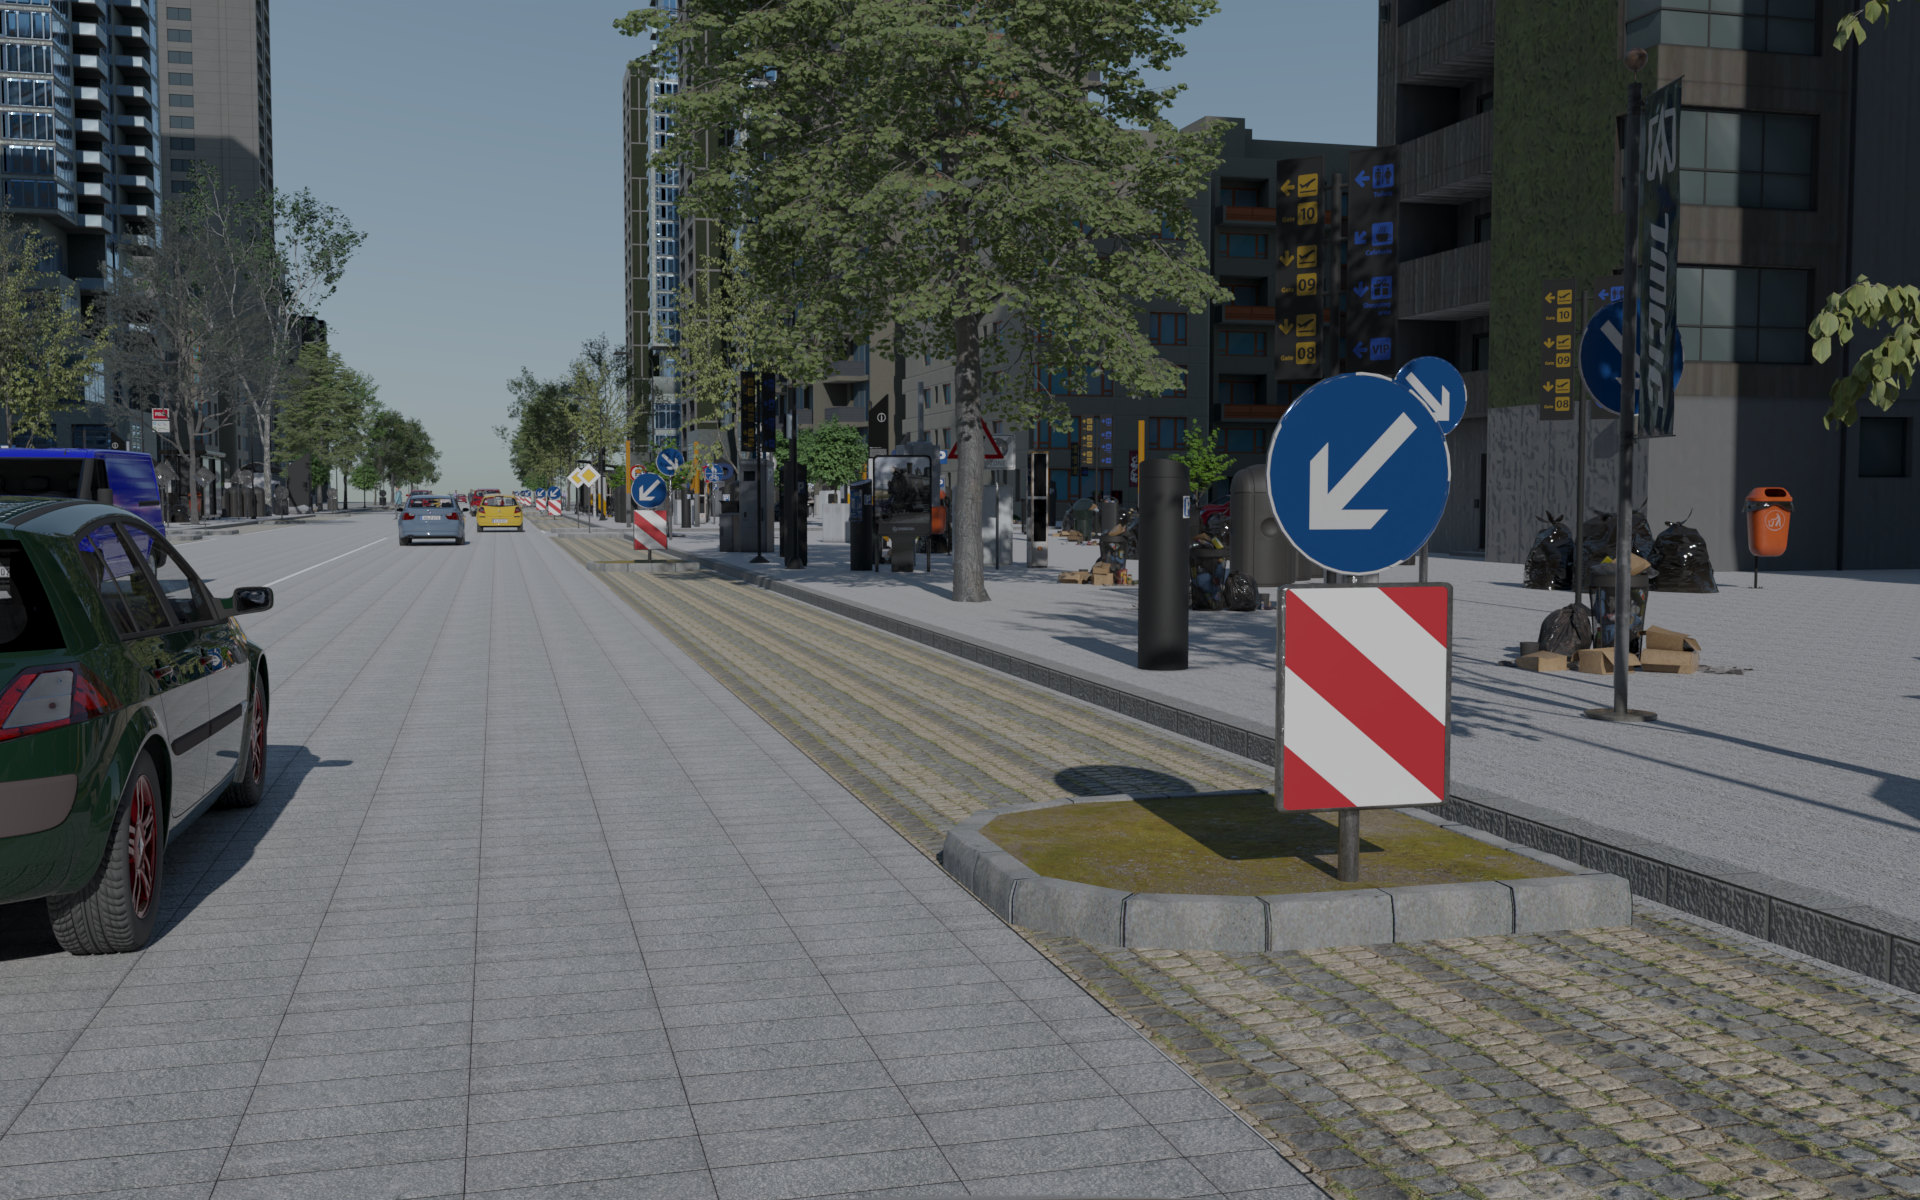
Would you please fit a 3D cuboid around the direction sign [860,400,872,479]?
[{"bbox_3d":[-2.182,-3.068,42.166,0.379,3.537,0.876,0,4,1],"label":"direction sign"}]

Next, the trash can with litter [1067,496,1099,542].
[{"bbox_3d":[3.292,-2.161,46.718,0.624,1.170,1.055,2,4,24],"label":"trash can with litter"}]

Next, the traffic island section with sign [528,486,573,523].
[{"bbox_3d":[-20.167,-4.705,85.562,1.989,1.847,2.006,-1,4,-15],"label":"traffic island section with sign"}]

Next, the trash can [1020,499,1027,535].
[{"bbox_3d":[2.244,-2.635,54.735,0.748,1.137,0.748,0,3,0],"label":"trash can"}]

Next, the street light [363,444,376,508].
[{"bbox_3d":[-54.941,-11.548,161.345,1.470,5.913,1.316,-1,4,-15],"label":"street light"}]

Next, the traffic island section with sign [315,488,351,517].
[{"bbox_3d":[-39.610,-6.166,109.440,1.989,1.847,2.006,-1,4,-15],"label":"traffic island section with sign"}]

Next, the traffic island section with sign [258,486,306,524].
[{"bbox_3d":[-32.638,-4.573,83.398,1.989,1.847,2.006,-1,4,-15],"label":"traffic island section with sign"}]

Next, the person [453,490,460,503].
[{"bbox_3d":[-49.637,-9.932,170.756,0.599,1.838,0.709,3,4,37],"label":"person"}]

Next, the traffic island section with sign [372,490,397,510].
[{"bbox_3d":[-52.571,-9.133,157.945,1.989,1.847,2.006,-1,4,-15],"label":"traffic island section with sign"}]

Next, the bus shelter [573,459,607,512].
[{"bbox_3d":[-25.814,-7.891,120.296,1.731,3.624,6.357,-1,4,-15],"label":"bus shelter"}]

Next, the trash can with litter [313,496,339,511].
[{"bbox_3d":[-48.129,-7.341,131.079,2.233,1.210,1.678,0,4,-4],"label":"trash can with litter"}]

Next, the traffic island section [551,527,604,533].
[{"bbox_3d":[-14.208,-2.588,64.593,2.009,0.180,2.903,-1,4,-15],"label":"traffic island section"}]

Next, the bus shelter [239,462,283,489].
[{"bbox_3d":[-45.126,-7.216,111.905,2.014,3.302,5.546,-1,4,-15],"label":"bus shelter"}]

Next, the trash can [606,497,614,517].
[{"bbox_3d":[-19.393,-5.192,96.547,0.748,1.137,0.748,0,3,0],"label":"trash can"}]

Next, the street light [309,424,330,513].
[{"bbox_3d":[-42.713,-8.743,115.483,1.470,5.913,1.316,-1,4,-15],"label":"street light"}]

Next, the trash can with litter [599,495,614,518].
[{"bbox_3d":[-18.590,-5.140,95.103,2.233,1.210,1.678,0,4,2],"label":"trash can with litter"}]

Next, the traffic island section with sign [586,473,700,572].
[{"bbox_3d":[-6.024,-1.471,32.674,1.989,1.847,2.006,-1,4,-15],"label":"traffic island section with sign"}]

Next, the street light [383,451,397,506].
[{"bbox_3d":[-62.019,-13.182,188.064,1.470,5.913,1.316,-1,4,-15],"label":"street light"}]

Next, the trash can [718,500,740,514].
[{"bbox_3d":[-5.103,-1.689,39.266,0.748,1.137,0.748,0,3,0],"label":"trash can"}]

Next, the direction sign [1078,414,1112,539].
[{"bbox_3d":[3.886,-3.502,49.262,0.876,3.537,0.379,1,4,10],"label":"direction sign"}]

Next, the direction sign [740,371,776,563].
[{"bbox_3d":[-3.743,-2.460,32.217,0.379,3.537,0.876,3,4,39],"label":"direction sign"}]

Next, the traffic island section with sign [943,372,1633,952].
[{"bbox_3d":[1.006,0.138,6.371,1.989,1.847,2.006,-1,4,-15],"label":"traffic island section with sign"}]

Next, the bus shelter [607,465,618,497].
[{"bbox_3d":[-27.480,-8.834,135.718,1.731,3.624,6.357,-1,4,-15],"label":"bus shelter"}]

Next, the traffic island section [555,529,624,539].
[{"bbox_3d":[-12.145,-2.116,56.878,2.009,0.180,2.903,-1,4,-15],"label":"traffic island section"}]

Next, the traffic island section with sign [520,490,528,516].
[{"bbox_3d":[-27.264,-6.330,112.125,1.989,1.847,2.006,-1,4,-15],"label":"traffic island section with sign"}]

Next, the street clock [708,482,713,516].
[{"bbox_3d":[-14.336,-5.861,100.392,0.471,2.002,0.358,1,4,11],"label":"street clock"}]

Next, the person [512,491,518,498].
[{"bbox_3d":[-43.665,-9.782,169.148,1.217,1.735,0.721,1,4,12],"label":"person"}]

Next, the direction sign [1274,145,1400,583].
[{"bbox_3d":[2.500,-1.198,11.592,0.876,3.537,0.379,3,4,38],"label":"direction sign"}]

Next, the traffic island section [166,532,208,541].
[{"bbox_3d":[-24.651,-1.913,53.553,2.009,0.180,2.903,-1,4,-15],"label":"traffic island section"}]

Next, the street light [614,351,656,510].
[{"bbox_3d":[-10.559,-5.138,56.547,1.470,5.913,1.316,-1,4,-15],"label":"street light"}]

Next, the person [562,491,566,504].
[{"bbox_3d":[-49.702,-12.788,217.450,0.709,1.838,0.599,-2,4,-31],"label":"person"}]

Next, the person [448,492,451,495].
[{"bbox_3d":[-80.393,-16.135,273.113,0.445,1.727,0.742,2,4,29],"label":"person"}]

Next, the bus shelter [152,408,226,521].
[{"bbox_3d":[-37.239,-6.479,83.558,2.179,5.291,8.768,-1,4,-15],"label":"bus shelter"}]

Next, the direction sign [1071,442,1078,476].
[{"bbox_3d":[5.248,-5.150,76.192,0.876,3.537,0.379,-2,4,-27],"label":"direction sign"}]

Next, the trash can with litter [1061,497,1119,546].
[{"bbox_3d":[3.537,-1.983,43.480,1.678,1.210,2.233,-3,5,-44],"label":"trash can with litter"}]

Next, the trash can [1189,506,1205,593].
[{"bbox_3d":[2.618,-0.584,21.207,0.748,1.137,0.748,0,3,0],"label":"trash can"}]

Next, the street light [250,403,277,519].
[{"bbox_3d":[-35.479,-7.076,88.232,1.470,5.913,1.316,-1,4,-15],"label":"street light"}]

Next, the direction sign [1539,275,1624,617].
[{"bbox_3d":[6.526,-1.602,18.183,0.876,3.537,0.379,2,4,34],"label":"direction sign"}]

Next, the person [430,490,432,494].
[{"bbox_3d":[-57.549,-11.000,188.349,0.705,1.824,1.348,-1,4,-17],"label":"person"}]

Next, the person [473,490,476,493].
[{"bbox_3d":[-38.818,-7.940,138.836,1.217,1.766,0.721,2,4,26],"label":"person"}]

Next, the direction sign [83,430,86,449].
[{"bbox_3d":[-30.972,-4.242,61.357,0.379,3.537,0.876,-2,4,-30],"label":"direction sign"}]

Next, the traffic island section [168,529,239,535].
[{"bbox_3d":[-26.713,-2.385,61.268,2.009,0.180,2.903,-1,4,-15],"label":"traffic island section"}]

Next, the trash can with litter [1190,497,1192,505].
[{"bbox_3d":[9.614,-3.799,73.495,0.624,1.170,1.055,-2,4,-25],"label":"trash can with litter"}]

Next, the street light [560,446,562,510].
[{"bbox_3d":[-24.903,-8.399,109.862,1.470,5.913,1.316,-1,4,-15],"label":"street light"}]

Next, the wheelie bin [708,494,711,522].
[{"bbox_3d":[-11.813,-4.382,79.558,0.693,1.594,0.980,0,4,-1],"label":"wheelie bin"}]

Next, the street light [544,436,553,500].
[{"bbox_3d":[-32.181,-10.072,137.211,1.470,5.913,1.316,-1,4,-15],"label":"street light"}]

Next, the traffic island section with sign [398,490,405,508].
[{"bbox_3d":[-59.539,-10.725,183.988,1.989,1.847,2.006,-1,4,-15],"label":"traffic island section with sign"}]

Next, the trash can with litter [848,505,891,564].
[{"bbox_3d":[-1.478,-1.250,31.819,1.055,1.170,0.624,-2,4,-34],"label":"trash can with litter"}]

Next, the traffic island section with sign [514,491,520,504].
[{"bbox_3d":[-40.168,-9.282,160.388,1.989,1.847,2.006,-1,4,-15],"label":"traffic island section with sign"}]

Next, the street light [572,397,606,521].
[{"bbox_3d":[-17.777,-6.765,83.155,1.470,5.913,1.316,-1,4,-15],"label":"street light"}]

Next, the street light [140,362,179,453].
[{"bbox_3d":[-28.095,-5.397,60.776,1.470,5.913,1.316,-1,4,-15],"label":"street light"}]

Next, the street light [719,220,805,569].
[{"bbox_3d":[-3.346,-3.472,29.312,1.470,5.913,1.316,-1,4,-15],"label":"street light"}]
